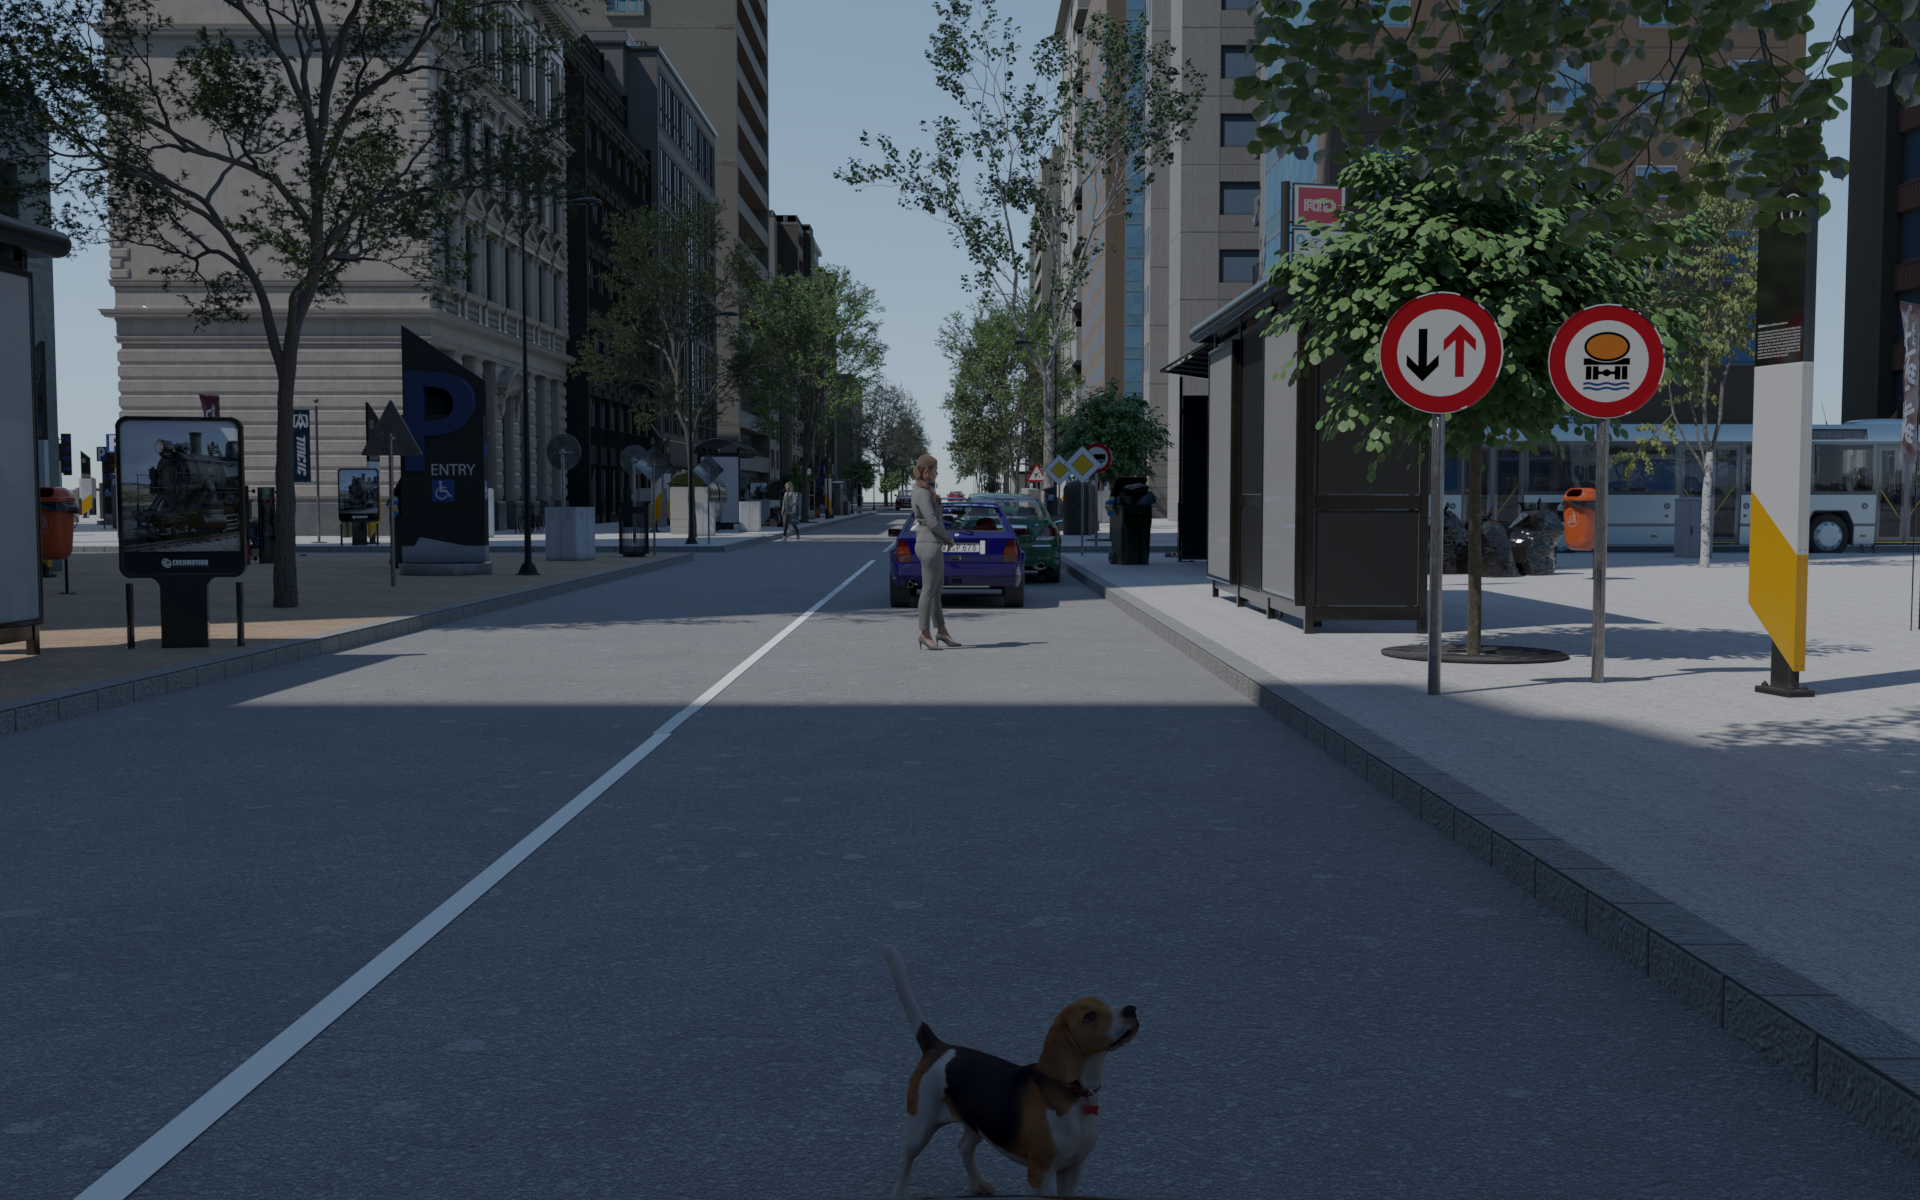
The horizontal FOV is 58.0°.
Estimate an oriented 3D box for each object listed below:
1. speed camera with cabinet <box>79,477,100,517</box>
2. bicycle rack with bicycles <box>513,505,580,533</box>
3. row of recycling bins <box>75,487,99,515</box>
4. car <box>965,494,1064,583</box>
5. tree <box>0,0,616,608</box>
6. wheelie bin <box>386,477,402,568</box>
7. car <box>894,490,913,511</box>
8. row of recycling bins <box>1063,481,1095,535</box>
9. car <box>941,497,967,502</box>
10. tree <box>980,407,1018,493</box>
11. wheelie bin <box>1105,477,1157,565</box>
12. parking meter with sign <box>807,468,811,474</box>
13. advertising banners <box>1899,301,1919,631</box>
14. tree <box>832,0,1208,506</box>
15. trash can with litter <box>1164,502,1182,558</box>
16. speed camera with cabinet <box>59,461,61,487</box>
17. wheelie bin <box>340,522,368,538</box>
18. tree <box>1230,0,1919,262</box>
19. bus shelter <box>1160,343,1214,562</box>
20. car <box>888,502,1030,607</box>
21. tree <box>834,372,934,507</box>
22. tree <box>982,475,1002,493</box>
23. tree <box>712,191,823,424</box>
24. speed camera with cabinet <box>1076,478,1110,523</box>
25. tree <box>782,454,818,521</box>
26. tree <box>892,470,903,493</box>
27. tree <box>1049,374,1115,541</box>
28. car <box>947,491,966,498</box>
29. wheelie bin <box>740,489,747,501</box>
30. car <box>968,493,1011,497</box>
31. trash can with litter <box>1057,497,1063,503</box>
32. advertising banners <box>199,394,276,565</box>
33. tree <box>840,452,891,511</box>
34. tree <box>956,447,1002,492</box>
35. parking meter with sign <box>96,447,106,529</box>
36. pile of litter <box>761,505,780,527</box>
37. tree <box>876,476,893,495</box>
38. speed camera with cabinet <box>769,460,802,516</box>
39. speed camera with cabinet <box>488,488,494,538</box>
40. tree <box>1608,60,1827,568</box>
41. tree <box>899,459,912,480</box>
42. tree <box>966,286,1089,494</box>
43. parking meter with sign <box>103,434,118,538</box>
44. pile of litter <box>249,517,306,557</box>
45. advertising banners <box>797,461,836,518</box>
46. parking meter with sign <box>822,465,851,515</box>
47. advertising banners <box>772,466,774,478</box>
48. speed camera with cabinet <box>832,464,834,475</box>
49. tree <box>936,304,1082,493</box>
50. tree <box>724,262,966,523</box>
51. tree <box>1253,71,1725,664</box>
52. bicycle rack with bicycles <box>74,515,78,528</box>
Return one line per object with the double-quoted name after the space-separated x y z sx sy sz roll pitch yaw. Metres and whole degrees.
-47.911 -6.237 96.312 0.660 3.252 2.038 2 4 24 "speed camera with cabinet"
-13.690 -2.684 57.264 2.852 0.926 2.925 1 4 10 "bicycle rack with bicycles"
-53.405 -6.074 106.419 1.069 1.692 3.534 0 4 1 "row of recycling bins"
0.727 -1.078 29.429 2.131 1.459 4.920 0 4 0 "car"
-7.671 -5.172 18.981 8.767 10.594 7.601 0 4 -1 "tree"
-9.444 -1.353 30.028 0.693 1.594 0.980 1 4 22 "wheelie bin"
-4.614 -8.763 151.946 2.281 1.827 5.304 0 4 0 "car"
3.852 -2.961 55.528 1.069 1.692 3.534 0 4 7 "row of recycling bins"
-0.315 -2.620 55.420 1.945 1.354 3.894 0 3 0 "car"
2.982 -11.300 135.114 4.360 8.622 3.978 0 3 0 "tree"
3.145 -1.448 31.575 0.980 1.594 0.693 -1 4 -20 "wheelie bin"
-9.561 -7.422 117.616 1.738 3.016 0.543 -3 5 -43 "parking meter with sign"
9.281 -1.239 16.453 2.074 3.025 0.090 -3 5 -41 "advertising banners"
2.042 -12.781 64.866 12.611 20.169 13.585 0 3 0 "tree"
5.042 -1.481 35.273 2.233 1.210 1.678 -2 4 -28 "trash can with litter"
-24.702 -3.155 45.924 2.038 3.252 0.660 2 4 30 "speed camera with cabinet"
-17.883 -2.640 51.077 0.980 1.594 0.693 0 4 3 "wheelie bin"
4.008 -5.313 4.992 7.486 12.596 7.792 0 3 0 "tree"
4.643 -2.349 29.695 1.731 3.624 6.357 0 4 0 "bus shelter"
-0.021 -0.655 23.290 1.945 1.354 3.894 0 4 1 "car"
-7.667 -16.178 174.885 12.009 13.543 11.850 0 3 0 "tree"
3.739 -12.967 206.603 1.663 3.219 1.824 0 3 0 "tree"
-7.755 -7.128 50.960 8.767 10.594 7.601 1 4 15 "tree"
6.038 -5.020 76.416 2.038 3.252 0.660 -3 4 -36 "speed camera with cabinet"
-7.904 -5.414 83.118 1.663 3.219 1.824 0 3 0 "tree"
-8.651 -14.184 215.616 4.285 4.588 4.351 0 3 0 "tree"
4.227 -3.906 47.570 4.285 4.588 4.351 0 3 0 "tree"
-0.470 -12.093 206.389 2.281 1.827 5.304 0 3 0 "car"
-13.260 -5.917 104.648 0.980 1.594 0.693 1 4 15 "wheelie bin"
0.864 -2.378 47.679 1.959 1.807 4.718 0 4 -1 "car"
4.197 -3.549 69.410 1.055 1.170 0.624 3 5 39 "trash can with litter"
-12.980 -2.143 31.225 0.090 3.025 2.074 1 4 15 "advertising banners"
-7.682 -9.240 134.782 4.285 4.588 4.351 0 3 0 "tree"
3.047 -17.429 219.369 7.601 10.594 8.767 3 4 39 "tree"
-31.045 -4.160 64.273 0.543 3.016 1.738 2 4 28 "parking meter with sign"
-7.554 -3.362 68.937 1.176 0.858 1.719 -2 4 -23 "pile of litter"
-7.398 -10.490 166.119 1.663 3.219 1.824 0 3 0 "tree"
-10.171 -6.585 101.993 2.038 3.252 0.660 1 4 12 "speed camera with cabinet"
-14.665 -3.431 50.436 2.038 3.252 0.660 -3 4 -36 "speed camera with cabinet"
12.876 -4.873 30.034 4.737 8.622 4.395 0 3 0 "tree"
-8.389 -21.073 278.961 7.601 10.594 8.767 -2 4 -35 "tree"
2.765 -9.920 87.944 9.928 11.665 9.643 0 3 0 "tree"
-24.519 -3.351 51.042 0.543 3.016 1.738 0 4 -6 "parking meter with sign"
-14.276 -1.320 35.542 1.719 0.858 1.176 -1 4 -23 "pile of litter"
-7.673 -5.875 92.249 2.074 3.025 0.090 0 4 -6 "advertising banners"
-7.457 -6.652 105.015 1.738 3.016 0.543 2 4 27 "parking meter with sign"
-11.614 -6.722 106.091 0.090 3.025 2.074 0 4 7 "advertising banners"
-8.198 -7.257 112.995 0.660 3.252 2.038 0 4 4 "speed camera with cabinet"
2.832 -11.480 104.708 9.611 12.733 9.660 0 3 0 "tree"
-6.742 -9.231 76.687 9.928 11.665 9.643 0 3 0 "tree"
4.042 -1.833 13.681 4.285 4.588 4.351 0 3 0 "tree"
-32.968 -2.896 60.736 2.925 0.926 2.852 0 4 3 "bicycle rack with bicycles"
